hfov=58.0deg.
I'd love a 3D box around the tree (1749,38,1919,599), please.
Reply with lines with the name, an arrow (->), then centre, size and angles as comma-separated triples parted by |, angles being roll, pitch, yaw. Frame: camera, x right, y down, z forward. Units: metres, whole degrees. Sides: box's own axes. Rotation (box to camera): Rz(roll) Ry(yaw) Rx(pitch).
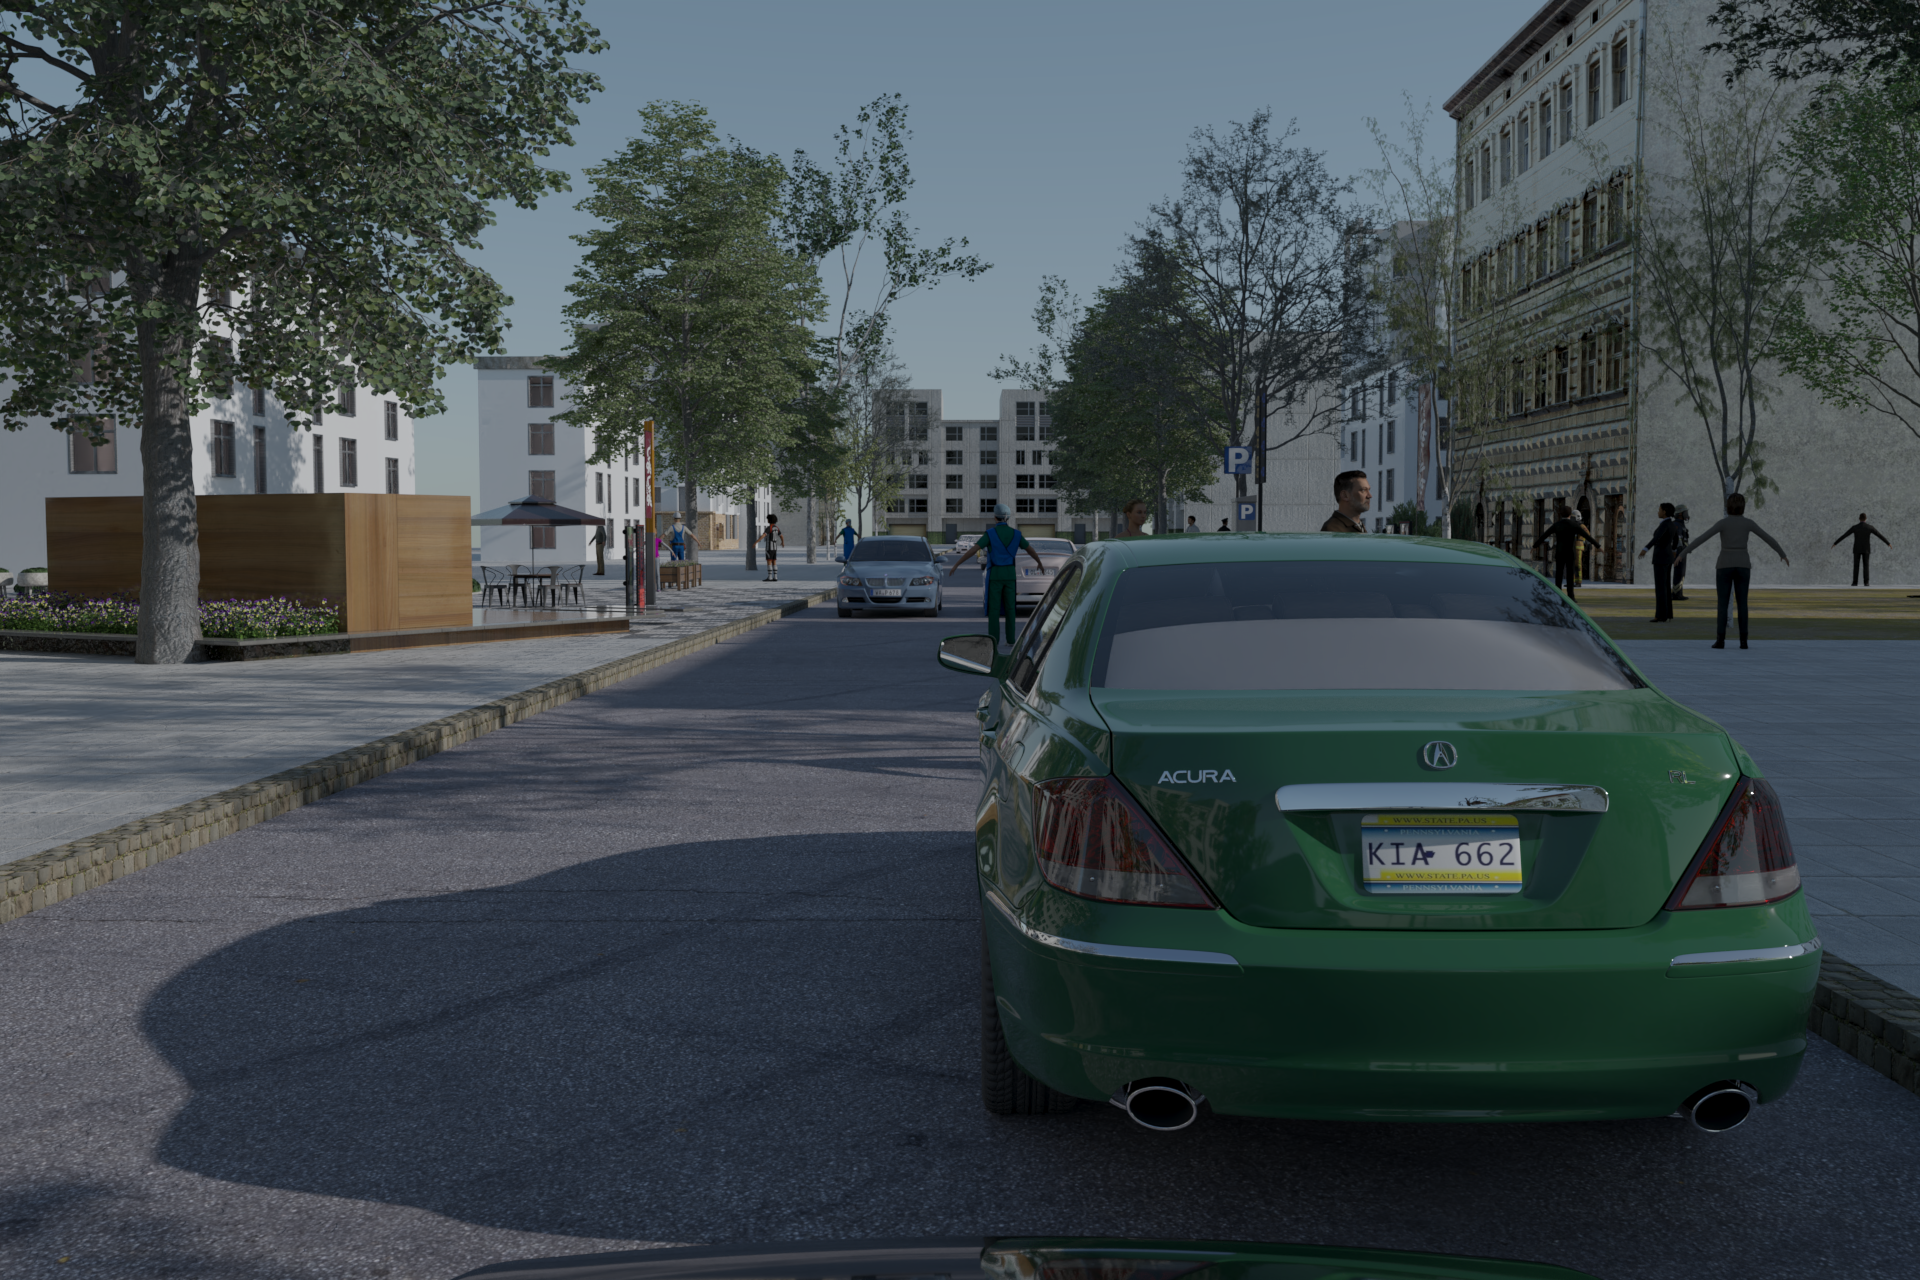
tree -> 19.753, -6.648, 34.455 | 9.928, 11.665, 9.643 | 0, 3, 0

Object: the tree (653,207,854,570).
tree -> -7.794, -8.738, 60.990 | 7.486, 12.596, 7.792 | 0, 3, 0

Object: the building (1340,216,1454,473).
building -> 28.449, -15.187, 104.722 | 16.016, 20.090, 11.380 | 0, 4, 2

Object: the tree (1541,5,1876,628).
tree -> 10.770, -4.477, 23.554 | 4.360, 8.622, 3.978 | 0, 3, 0

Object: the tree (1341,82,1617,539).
tree -> 8.085, -4.819, 29.155 | 4.360, 8.622, 3.978 | 0, 3, 0

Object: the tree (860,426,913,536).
tree -> -5.521, -10.313, 118.983 | 4.737, 8.622, 4.395 | 0, 3, 0

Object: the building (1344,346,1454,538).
building -> 24.300, -8.270, 77.357 | 9.099, 9.664, 28.070 | 0, 4, 2

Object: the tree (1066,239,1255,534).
tree -> 7.700, -9.107, 67.019 | 7.486, 12.596, 7.792 | 0, 3, 0

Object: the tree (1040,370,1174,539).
tree -> 9.753, -12.354, 108.637 | 9.857, 13.997, 8.962 | 0, 3, 0

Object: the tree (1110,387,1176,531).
tree -> 8.901, -8.281, 85.763 | 4.360, 8.622, 3.978 | 0, 3, 0

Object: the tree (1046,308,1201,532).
tree -> 9.218, -11.518, 94.982 | 9.857, 13.997, 8.962 | 0, 3, 0

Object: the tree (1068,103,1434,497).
tree -> 8.267, -8.569, 50.466 | 12.009, 13.543, 11.850 | 0, 3, 0

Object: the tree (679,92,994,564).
tree -> -5.174, -13.332, 73.863 | 12.611, 20.169, 13.585 | 0, 3, 0

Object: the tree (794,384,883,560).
tree -> -6.234, -8.200, 84.428 | 4.737, 8.622, 4.395 | 0, 3, 0

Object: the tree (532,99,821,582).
tree -> -7.503, -7.838, 46.284 | 7.486, 12.596, 7.792 | 0, 3, 0

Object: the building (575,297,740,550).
building -> -24.726, -17.309, 139.429 | 16.016, 20.090, 11.380 | 0, 4, 2

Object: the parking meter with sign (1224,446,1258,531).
parking meter with sign -> 5.501, -2.287, 33.651 | 0.543, 3.016, 1.738 | 0, 4, 1

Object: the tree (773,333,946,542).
tree -> -5.881, -11.809, 103.445 | 12.009, 13.543, 11.850 | 0, 3, 0

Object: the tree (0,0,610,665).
tree -> -8.027, -6.745, 16.940 | 9.857, 13.997, 8.962 | 0, 3, 0

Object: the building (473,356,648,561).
building -> -21.803, -9.406, 95.934 | 9.099, 9.664, 28.070 | 0, 4, 1

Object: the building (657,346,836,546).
building -> -24.005, -22.151, 193.104 | 19.493, 23.208, 18.063 | 0, 4, 1

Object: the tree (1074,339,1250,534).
tree -> 9.001, -8.774, 77.865 | 8.767, 10.594, 7.601 | 1, 4, 15

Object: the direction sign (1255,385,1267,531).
direction sign -> 4.642, -2.127, 26.776 | 0.379, 3.537, 0.876 | 0, 4, 0

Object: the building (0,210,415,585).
building -> -23.622, -7.047, 57.374 | 9.099, 9.664, 28.070 | 0, 4, 2

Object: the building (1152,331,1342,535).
building -> 27.525, -17.944, 159.842 | 16.747, 18.905, 31.486 | 0, 4, 1

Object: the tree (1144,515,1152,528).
tree -> 25.082, -17.921, 211.132 | 7.486, 12.596, 7.792 | 0, 3, 0

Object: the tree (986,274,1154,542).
tree -> 8.776, -16.607, 127.413 | 12.611, 20.169, 13.585 | 0, 3, 0

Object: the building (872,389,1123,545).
building -> 5.111, -21.347, 217.940 | 31.486, 18.905, 16.747 | 0, 4, 0

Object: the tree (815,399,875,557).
tree -> -6.924, -8.829, 94.708 | 4.360, 8.622, 3.978 | 0, 3, 0

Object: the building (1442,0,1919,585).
building -> 26.492, -13.522, 52.018 | 19.493, 23.208, 18.063 | 0, 4, 2

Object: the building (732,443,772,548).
building -> -22.709, -13.805, 167.857 | 9.099, 9.664, 28.070 | 0, 4, 1

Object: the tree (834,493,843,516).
tree -> -17.819, -17.031, 212.871 | 7.601, 10.594, 8.767 | -1, 4, -9
